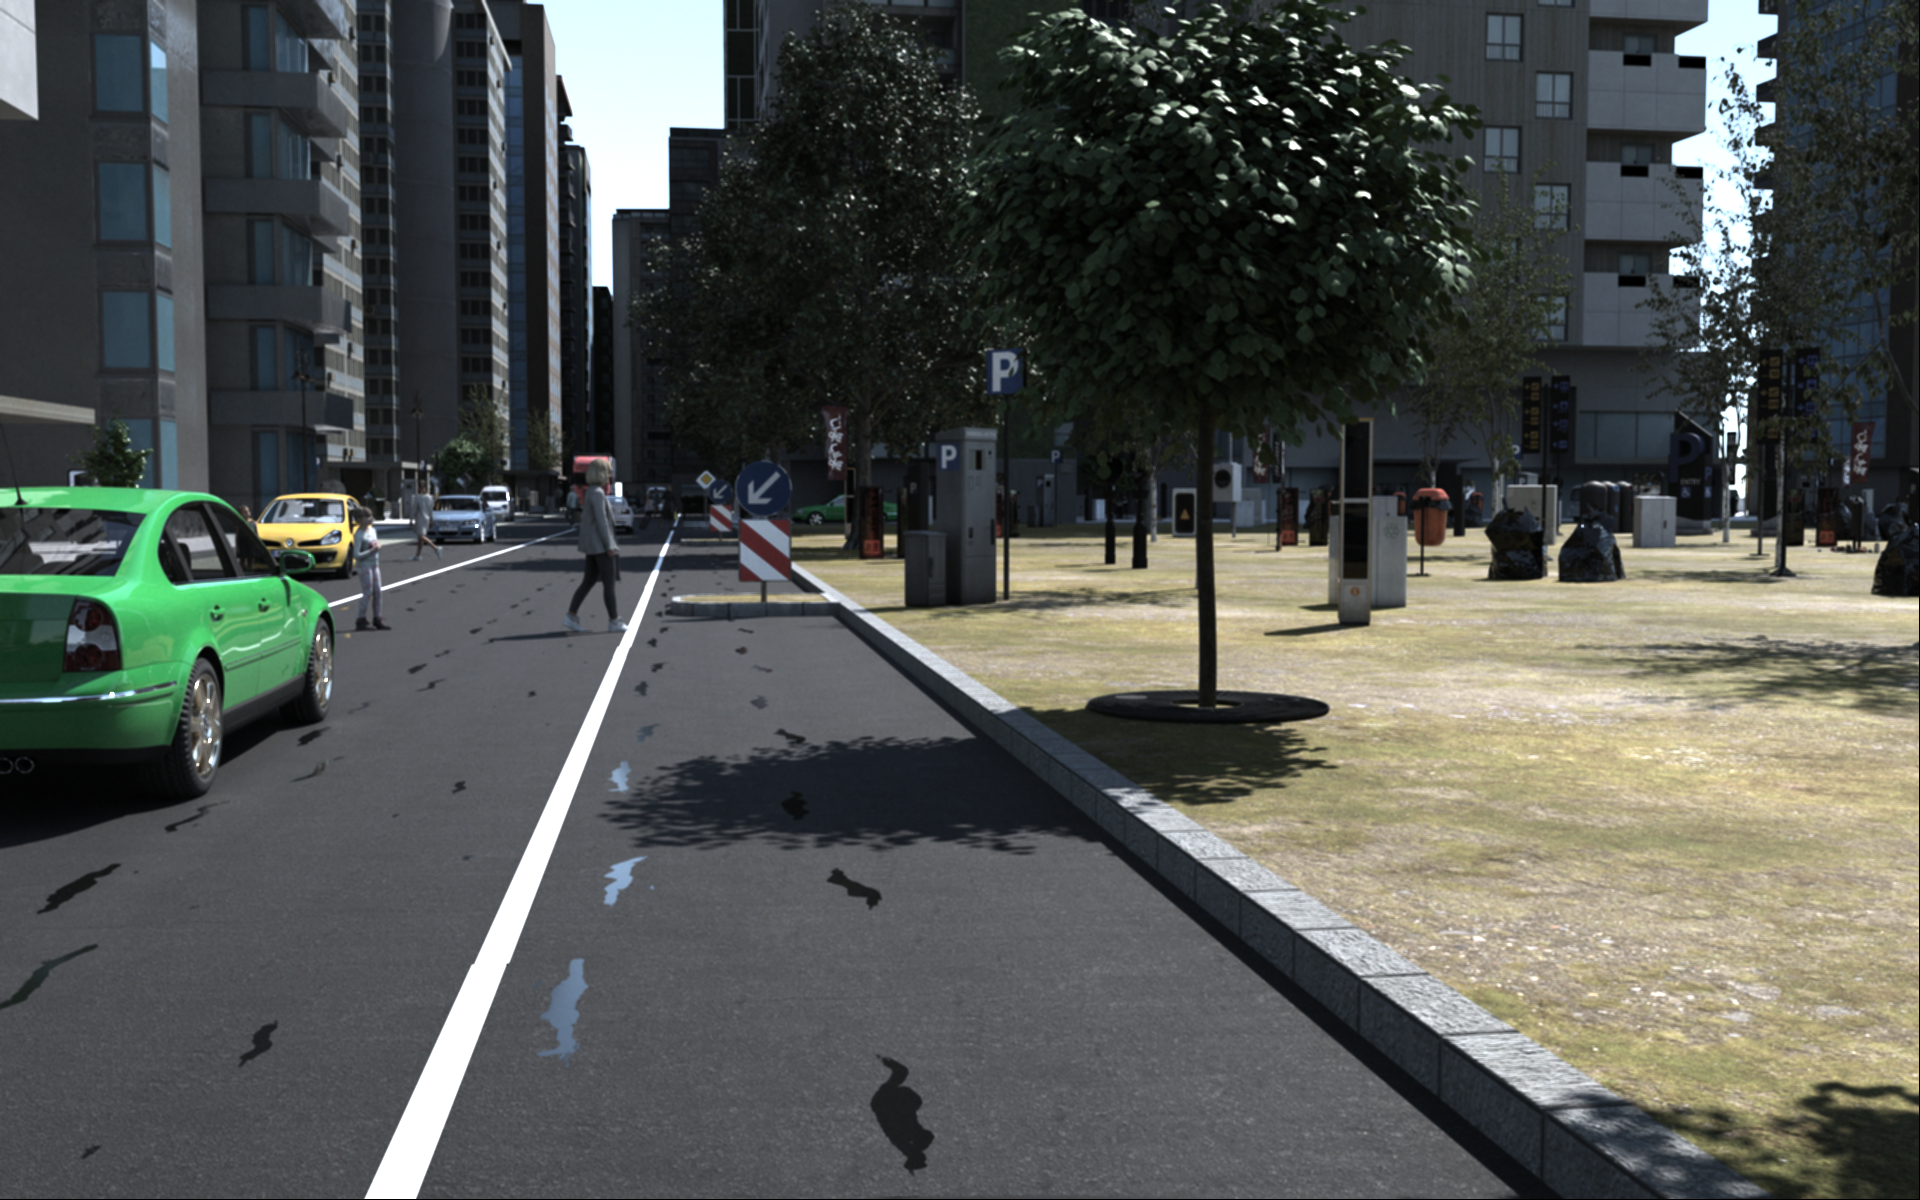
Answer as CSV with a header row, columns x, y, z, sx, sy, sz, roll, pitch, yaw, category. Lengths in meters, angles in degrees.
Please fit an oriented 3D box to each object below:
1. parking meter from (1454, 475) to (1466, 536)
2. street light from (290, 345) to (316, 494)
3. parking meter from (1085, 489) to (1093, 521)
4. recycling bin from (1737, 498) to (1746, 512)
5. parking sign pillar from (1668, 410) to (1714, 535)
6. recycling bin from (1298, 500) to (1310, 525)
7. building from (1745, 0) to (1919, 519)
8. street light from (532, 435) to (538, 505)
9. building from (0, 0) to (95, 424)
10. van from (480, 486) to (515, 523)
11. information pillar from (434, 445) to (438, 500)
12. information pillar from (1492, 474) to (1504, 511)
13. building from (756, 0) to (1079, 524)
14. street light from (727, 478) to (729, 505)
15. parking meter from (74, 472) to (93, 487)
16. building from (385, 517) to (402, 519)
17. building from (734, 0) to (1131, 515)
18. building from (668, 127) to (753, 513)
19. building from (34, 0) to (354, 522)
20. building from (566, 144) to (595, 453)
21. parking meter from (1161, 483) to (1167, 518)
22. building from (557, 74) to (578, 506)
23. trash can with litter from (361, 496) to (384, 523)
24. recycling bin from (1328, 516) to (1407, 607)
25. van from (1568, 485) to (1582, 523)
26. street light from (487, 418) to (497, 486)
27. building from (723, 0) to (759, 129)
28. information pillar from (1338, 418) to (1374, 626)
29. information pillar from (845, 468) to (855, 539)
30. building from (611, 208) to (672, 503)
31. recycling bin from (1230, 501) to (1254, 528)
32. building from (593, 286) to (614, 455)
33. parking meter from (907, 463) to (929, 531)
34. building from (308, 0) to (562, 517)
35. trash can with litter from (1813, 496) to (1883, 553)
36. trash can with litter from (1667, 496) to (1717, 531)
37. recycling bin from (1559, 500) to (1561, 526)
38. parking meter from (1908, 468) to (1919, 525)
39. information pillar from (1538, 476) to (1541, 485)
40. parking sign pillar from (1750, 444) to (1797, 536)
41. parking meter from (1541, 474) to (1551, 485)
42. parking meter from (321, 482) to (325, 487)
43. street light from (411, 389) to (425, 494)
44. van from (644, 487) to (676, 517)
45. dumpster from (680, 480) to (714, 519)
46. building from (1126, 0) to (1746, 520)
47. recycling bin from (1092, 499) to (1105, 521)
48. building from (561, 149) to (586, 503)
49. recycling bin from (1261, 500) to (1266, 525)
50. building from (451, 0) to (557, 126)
x,y,z,sx,sy,sz,roll,pitch,yaw,category
15.201,-2.872,52.675,0.255,1.863,0.399,2,4,33,parking meter
-20.352,-4.954,53.781,0.468,5.910,1.993,-1,4,-9,street light
6.550,-4.874,88.099,0.372,1.533,0.369,0,3,0,parking meter
55.005,-6.710,122.264,0.722,1.027,0.722,1,4,11,recycling bin
23.081,-4.054,54.752,1.447,3.967,1.447,-2,4,-33,parking sign pillar
14.194,-3.633,71.961,0.722,1.027,0.722,-1,4,-19,recycling bin
54.119,-27.182,94.533,14.200,45.320,14.600,-1,4,-9,building
-33.187,-9.953,135.515,0.468,5.910,1.993,-1,4,-9,street light
-29.754,-26.373,20.435,28.713,52.752,27.495,-1,4,-9,building
-23.559,-4.941,87.804,2.013,2.044,4.112,-1,4,-10,van
-24.803,-5.546,82.033,0.183,3.616,0.504,-2,4,-27,information pillar
19.454,-3.558,62.668,0.304,2.012,0.304,3,5,40,information pillar
-2.526,-24.481,83.855,14.086,41.232,14.154,-1,4,-9,building
-16.471,-9.169,122.699,0.468,5.910,1.993,-1,4,-9,street light
-22.501,-2.371,44.475,0.255,1.863,0.399,2,4,32,parking meter
-46.401,-24.585,93.851,32.217,40.220,23.993,-1,4,-9,building
1.221,-25.902,115.381,32.217,40.220,23.993,-1,4,-9,building
-16.327,-22.551,140.407,14.160,30.474,14.107,-1,4,-9,building
-36.287,-26.596,54.451,30.456,49.044,23.786,-1,4,-9,building
-53.606,-34.686,217.225,14.200,45.320,14.600,-1,4,-9,building
10.862,-5.299,92.348,0.255,1.863,0.399,1,4,17,parking meter
-50.901,-31.925,176.591,22.147,44.769,28.867,-1,4,-9,building
-26.927,-4.119,78.405,1.678,1.210,2.233,-2,4,-29,trash can with litter
4.685,-0.451,19.927,0.722,1.027,0.722,0,4,-4,recycling bin
30.448,-4.492,80.455,4.112,2.044,2.013,-1,4,-9,van
-28.614,-8.142,105.912,0.468,5.910,1.993,-1,4,-9,street light
-21.376,-47.699,218.133,20.563,71.187,20.611,-1,4,-9,building
3.869,-0.762,16.951,0.304,2.012,0.304,1,4,10,information pillar
-3.118,-2.731,49.141,0.304,2.012,0.304,0,4,-5,information pillar
-41.100,-34.094,241.033,14.086,41.232,14.154,-1,4,-9,building
10.616,-3.221,65.218,0.722,1.027,0.722,0,4,-7,recycling bin
-55.031,-28.594,239.211,14.107,30.474,14.160,-1,4,-9,building
-0.803,-1.666,32.949,0.255,1.863,0.399,-3,5,-43,parking meter
-46.294,-26.563,126.190,32.217,40.220,23.993,-1,4,-9,building
19.944,-1.674,38.423,1.678,1.210,2.233,1,4,16,trash can with litter
24.990,-2.993,59.990,2.233,1.210,1.678,2,4,34,trash can with litter
23.553,-3.468,69.262,0.722,1.027,0.722,0,4,-5,recycling bin
21.457,-2.023,38.779,0.255,1.863,0.399,0,4,-4,parking meter
23.685,-4.031,70.396,0.304,2.012,0.304,-1,4,-21,information pillar
25.161,-3.964,53.283,1.447,3.967,1.447,-1,4,-10,parking sign pillar
17.150,-2.755,50.750,0.255,1.863,0.399,1,4,15,parking meter
-31.123,-4.842,84.883,0.255,1.863,0.399,-3,5,-41,parking meter
-23.942,-6.348,76.580,0.468,5.910,1.993,-1,4,-9,street light
-18.761,-6.184,108.124,2.013,2.044,4.112,0,4,-8,van
-14.950,-5.744,98.868,1.985,2.255,1.502,-1,4,-9,dumpster
24.443,-31.077,97.340,27.495,52.752,28.713,-1,4,-9,building
6.521,-4.350,83.684,0.722,1.027,0.722,3,5,41,recycling bin
-50.815,-31.545,199.361,14.154,41.232,14.086,-1,4,-9,building
12.138,-3.580,71.083,0.722,1.027,0.722,1,4,19,recycling bin
-43.673,-30.938,155.949,14.600,45.320,14.200,-1,4,-9,building
